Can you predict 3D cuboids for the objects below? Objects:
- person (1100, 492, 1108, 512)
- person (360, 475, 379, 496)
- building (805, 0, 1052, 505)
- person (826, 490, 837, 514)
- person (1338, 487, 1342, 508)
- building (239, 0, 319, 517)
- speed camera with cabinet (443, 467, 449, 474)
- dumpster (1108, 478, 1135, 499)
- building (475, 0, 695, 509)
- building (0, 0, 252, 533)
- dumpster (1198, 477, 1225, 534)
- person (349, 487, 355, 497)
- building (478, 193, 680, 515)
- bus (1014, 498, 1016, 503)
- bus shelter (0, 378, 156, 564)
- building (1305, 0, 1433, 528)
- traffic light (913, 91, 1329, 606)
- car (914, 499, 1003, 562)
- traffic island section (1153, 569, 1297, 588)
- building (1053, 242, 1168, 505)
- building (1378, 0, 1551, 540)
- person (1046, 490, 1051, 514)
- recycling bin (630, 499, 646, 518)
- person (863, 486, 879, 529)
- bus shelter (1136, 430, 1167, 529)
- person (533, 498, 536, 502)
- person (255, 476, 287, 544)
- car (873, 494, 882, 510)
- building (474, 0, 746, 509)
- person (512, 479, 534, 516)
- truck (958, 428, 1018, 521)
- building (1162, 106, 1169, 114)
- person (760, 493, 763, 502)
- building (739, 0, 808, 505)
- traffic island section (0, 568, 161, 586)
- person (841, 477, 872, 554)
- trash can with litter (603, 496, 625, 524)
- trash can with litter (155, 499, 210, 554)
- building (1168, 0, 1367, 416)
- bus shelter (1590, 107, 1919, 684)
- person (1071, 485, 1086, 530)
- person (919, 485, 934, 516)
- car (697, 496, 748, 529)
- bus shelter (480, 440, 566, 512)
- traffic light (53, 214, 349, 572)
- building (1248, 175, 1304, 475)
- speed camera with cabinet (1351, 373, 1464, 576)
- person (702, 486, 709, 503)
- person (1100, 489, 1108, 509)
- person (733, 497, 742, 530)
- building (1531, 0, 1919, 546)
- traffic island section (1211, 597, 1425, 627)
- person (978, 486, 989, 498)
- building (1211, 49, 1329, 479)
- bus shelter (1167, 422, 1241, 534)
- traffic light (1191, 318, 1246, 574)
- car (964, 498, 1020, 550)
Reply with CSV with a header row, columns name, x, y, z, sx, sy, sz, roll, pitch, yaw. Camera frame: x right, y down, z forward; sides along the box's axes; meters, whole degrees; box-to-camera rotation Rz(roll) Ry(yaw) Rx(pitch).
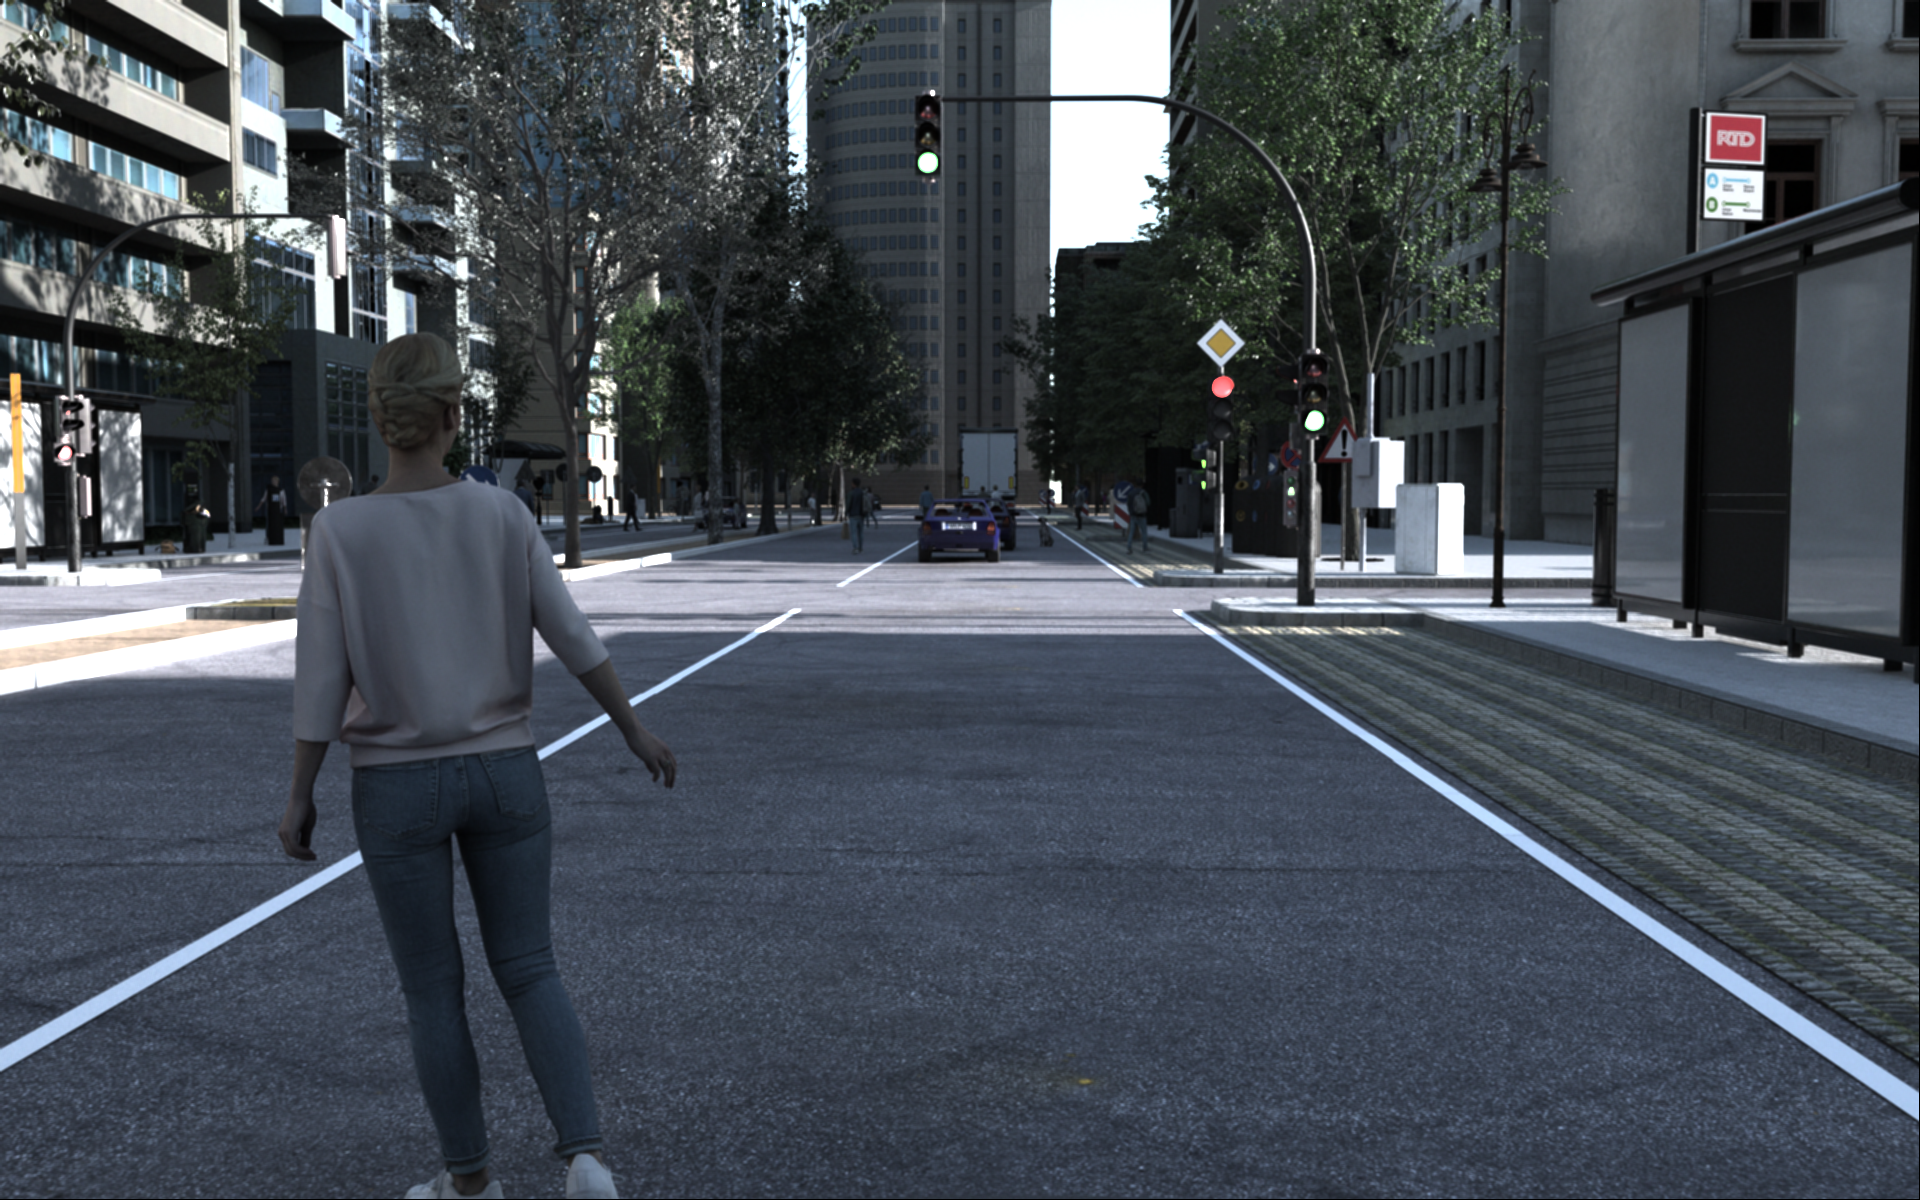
name,x,y,z,sx,sy,sz,roll,pitch,yaw
person,10.283,-6.998,123.677,0.599,1.433,0.991,-2,4,-35
person,-17.377,-2.766,51.074,0.655,1.846,0.447,0,4,-3
building,-3.586,-40.526,204.594,28.212,58.520,21.231,0,4,1
person,-8.960,-6.960,123.017,1.217,1.735,0.721,-2,4,-33
person,12.045,-2.898,53.611,0.721,1.800,0.419,-1,4,-9
building,-35.899,-46.999,81.101,22.319,86.520,31.000,0,4,1
speed camera with cabinet,-16.168,-3.686,54.607,2.038,3.252,0.660,3,5,44
dumpster,9.410,-6.023,100.971,1.502,2.255,1.985,0,4,1
building,-29.566,-29.967,140.065,14.600,45.320,14.200,0,4,1
building,-34.428,-25.822,45.888,21.300,48.544,21.600,0,4,1
dumpster,7.474,-2.909,53.314,1.264,1.857,1.865,0,4,2
person,-22.973,-3.626,65.544,0.699,1.804,1.509,0,4,-4
building,-35.841,-16.782,119.429,27.650,21.520,28.899,0,4,1
bus,3.727,-9.892,156.586,2.948,3.499,13.247,0,4,2
bus shelter,-18.164,-3.340,32.241,2.179,5.291,8.768,0,4,1
building,21.861,-14.816,71.915,12.332,23.373,15.834,0,4,1
traffic light,1.866,-2.759,19.773,4.771,5.953,1.251,0,4,1
car,-0.029,-1.533,37.642,1.945,1.354,3.894,0,4,0
traffic island section,4.195,-0.347,27.959,2.009,0.180,2.903,0,4,1
building,18.010,-26.272,201.241,14.107,30.474,14.160,0,4,1
building,20.650,-12.291,55.716,10.420,20.320,16.860,0,4,1
person,6.163,-6.896,121.936,0.721,1.739,1.217,1,4,9
recycling bin,-17.068,-4.836,91.625,0.722,1.027,0.722,0,4,3
person,-3.680,-3.808,71.349,0.643,1.750,0.593,3,5,43
bus shelter,7.825,-4.583,66.211,1.731,3.624,6.357,0,4,1
person,-22.686,-5.172,90.946,0.721,1.781,0.623,1,4,13
person,-17.693,-2.304,44.393,0.731,1.740,0.598,-3,4,-38
car,-7.996,-8.913,155.522,2.009,1.686,4.222,0,4,1
building,-31.900,-44.199,160.909,20.611,71.187,20.563,0,4,1
person,-11.009,-2.141,43.690,0.721,1.800,0.419,-1,4,-17
truck,1.266,-5.490,78.681,2.839,4.237,11.283,0,4,1
building,39.172,-37.806,207.362,27.495,52.752,28.713,0,4,1
person,-8.533,-4.140,76.394,0.606,1.804,0.583,-1,4,-20
building,-33.183,-54.543,204.453,31.000,86.520,22.319,0,4,1
traffic island section,-14.541,-0.376,28.420,2.009,0.180,2.903,0,4,1
person,-2.499,-1.996,41.118,0.794,1.824,0.713,-1,4,-10
trash can with litter,-15.569,-3.991,76.307,1.678,1.210,2.233,0,4,-2
trash can with litter,-16.770,-1.587,37.335,1.055,1.170,0.624,-2,4,-32
building,27.792,-31.198,133.797,21.300,48.544,21.600,0,4,1
bus shelter,7.359,-2.333,15.770,2.179,5.291,8.768,0,4,1
person,4.693,-3.673,68.728,0.473,1.802,0.592,-1,4,-14
person,-1.283,-3.567,67.172,0.601,1.785,0.444,0,4,-4
car,-9.919,-3.657,72.368,1.945,1.354,3.894,0,3,0
bus shelter,-16.831,-4.496,67.427,2.014,3.302,5.546,0,4,1
traffic light,-12.408,-3.278,28.269,4.771,5.953,1.251,0,4,1
building,24.073,-13.859,94.040,16.820,18.784,16.811,0,4,1
speed camera with cabinet,7.210,-2.055,27.940,0.660,3.252,2.038,-2,4,-28
person,-14.512,-5.684,99.643,0.731,1.740,0.598,0,4,-6
person,12.165,-8.626,147.807,1.217,1.736,0.721,2,4,30
person,-8.806,-3.411,68.550,0.394,1.301,0.425,-2,4,-32
building,25.282,-12.504,40.592,21.152,22.565,11.583,0,4,1
traffic island section,3.999,0.141,19.977,2.009,0.180,2.903,0,4,1
person,0.903,-3.673,69.111,0.519,1.759,0.362,-1,4,-11
building,23.663,-21.076,116.292,14.160,30.474,14.107,0,4,1
bus shelter,8.302,-4.127,58.766,1.731,3.624,6.357,0,4,1
traffic light,4.155,-2.381,27.846,0.839,4.253,0.868,0,4,1
car,0.589,-2.008,45.403,1.945,1.354,3.894,0,4,3
